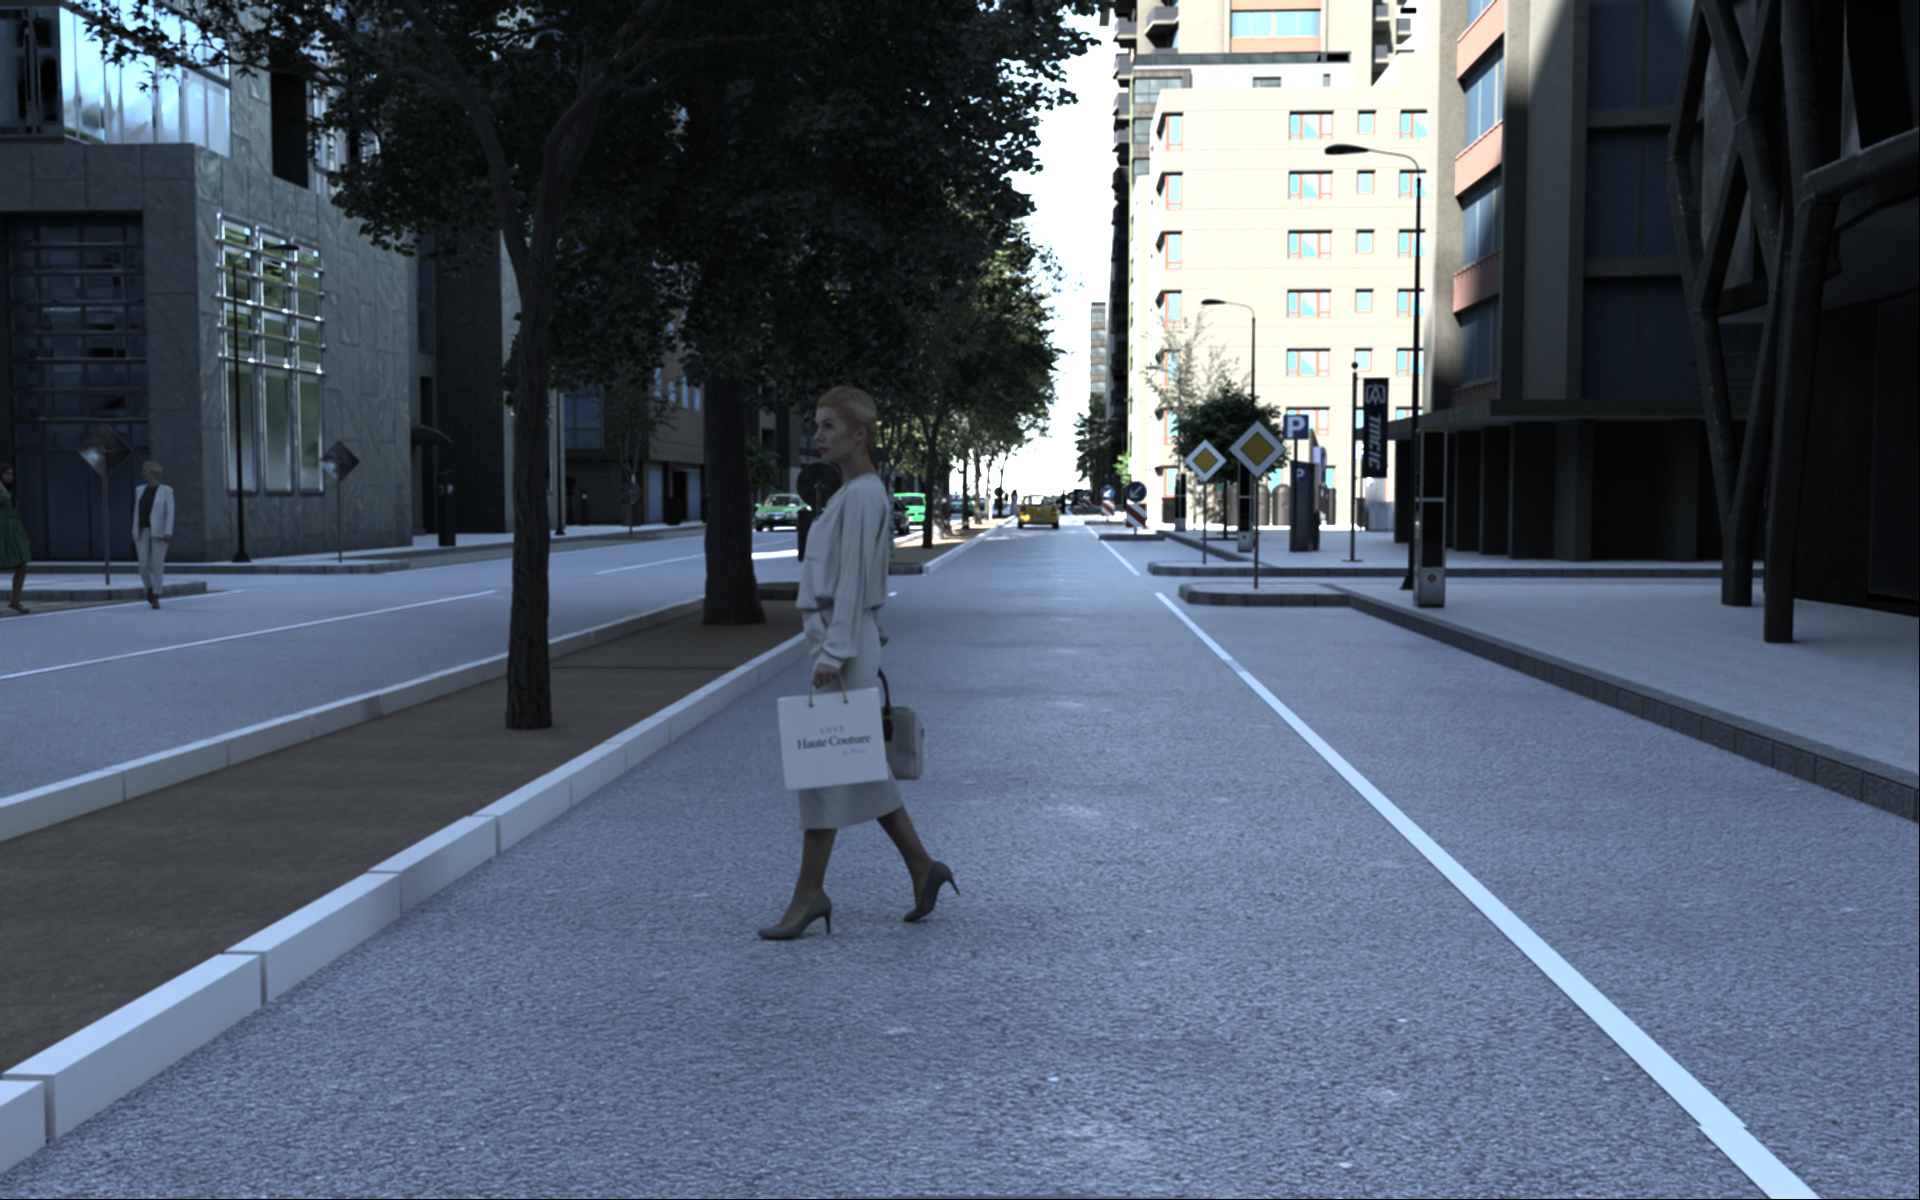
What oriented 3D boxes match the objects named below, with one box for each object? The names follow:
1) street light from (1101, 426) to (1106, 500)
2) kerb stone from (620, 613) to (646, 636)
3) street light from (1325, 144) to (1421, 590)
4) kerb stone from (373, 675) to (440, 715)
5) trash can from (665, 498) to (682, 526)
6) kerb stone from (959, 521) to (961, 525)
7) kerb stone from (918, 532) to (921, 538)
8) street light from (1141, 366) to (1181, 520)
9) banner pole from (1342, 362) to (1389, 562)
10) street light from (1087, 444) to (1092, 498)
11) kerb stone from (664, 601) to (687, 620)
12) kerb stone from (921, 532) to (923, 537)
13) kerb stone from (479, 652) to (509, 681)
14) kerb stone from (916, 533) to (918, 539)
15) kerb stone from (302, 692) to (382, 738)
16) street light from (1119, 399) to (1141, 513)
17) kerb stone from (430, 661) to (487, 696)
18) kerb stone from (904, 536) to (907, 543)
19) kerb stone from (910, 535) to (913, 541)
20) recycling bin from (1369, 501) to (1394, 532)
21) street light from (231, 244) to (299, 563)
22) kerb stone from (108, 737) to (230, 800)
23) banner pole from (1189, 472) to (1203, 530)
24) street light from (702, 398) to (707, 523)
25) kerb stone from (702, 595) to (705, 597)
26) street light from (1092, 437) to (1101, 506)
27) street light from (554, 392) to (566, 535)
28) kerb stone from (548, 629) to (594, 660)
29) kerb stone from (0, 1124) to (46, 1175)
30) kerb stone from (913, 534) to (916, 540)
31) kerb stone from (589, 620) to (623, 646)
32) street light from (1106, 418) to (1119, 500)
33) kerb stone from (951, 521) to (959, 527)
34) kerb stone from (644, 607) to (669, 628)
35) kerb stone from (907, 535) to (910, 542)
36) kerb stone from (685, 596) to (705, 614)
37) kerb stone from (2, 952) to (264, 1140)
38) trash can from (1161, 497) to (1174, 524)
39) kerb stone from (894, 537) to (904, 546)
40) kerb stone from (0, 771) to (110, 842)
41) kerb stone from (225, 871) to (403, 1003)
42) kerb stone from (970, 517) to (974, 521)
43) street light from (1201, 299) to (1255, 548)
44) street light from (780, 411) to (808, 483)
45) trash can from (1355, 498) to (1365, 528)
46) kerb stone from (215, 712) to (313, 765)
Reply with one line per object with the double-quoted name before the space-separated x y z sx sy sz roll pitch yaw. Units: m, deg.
"street light" 10.580 -8.915 118.309 1.470 5.913 1.316 0 4 3
"kerb stone" -3.419 0.273 17.757 0.120 0.150 1.000 0 4 3
"street light" 5.545 -3.095 23.151 1.470 5.913 1.316 0 4 3
"kerb stone" -3.744 0.650 11.618 0.120 0.150 1.000 0 4 3
"trash can" -11.664 -3.596 70.455 0.748 1.137 0.748 0 3 0
"kerb stone" -0.161 -3.456 78.702 0.120 0.150 1.000 0 4 3
"kerb stone" -1.418 -2.015 55.148 0.120 0.150 1.000 0 4 3
"street light" 7.419 -5.526 62.887 1.470 5.913 1.316 0 4 3
"banner pole" 7.712 -2.622 32.890 0.863 3.779 0.401 1 4 9
"street light" 12.830 -11.539 161.199 1.470 5.913 1.316 0 4 3
"kerb stone" -3.318 0.146 19.803 0.120 0.150 1.000 0 4 3
"kerb stone" -1.372 -2.077 56.177 0.120 0.150 1.000 0 4 3
"kerb stone" -3.638 0.525 13.669 0.120 0.150 1.000 0 4 3
"kerb stone" -1.485 -1.952 54.117 0.120 0.150 1.000 0 4 3
"kerb stone" -3.803 0.709 10.597 0.120 0.150 1.000 0 4 3
"street light" 8.700 -6.864 84.764 1.470 5.913 1.316 0 4 3
"kerb stone" -3.691 0.585 12.638 0.120 0.150 1.000 0 4 3
"kerb stone" -1.695 -1.703 50.034 0.120 0.150 1.000 0 4 3
"kerb stone" -1.593 -1.827 52.076 0.120 0.150 1.000 0 4 3
"recycling bin" 14.441 -2.845 59.070 0.722 1.027 0.722 -3 5 -44
"street light" -12.944 -3.655 32.295 1.470 5.913 1.316 0 4 3
"kerb stone" -3.913 0.835 8.549 0.120 0.150 1.000 0 4 3
"banner pole" 8.490 -4.388 61.757 0.401 3.779 0.863 -1 4 -20
"street light" -10.628 -6.317 75.820 1.470 5.913 1.316 0 4 3
"kerb stone" -3.204 0.021 21.852 0.120 0.150 1.000 0 4 3
"street light" 11.627 -10.227 139.758 1.470 5.913 1.316 0 4 3
"street light" -11.926 -4.967 53.746 1.470 5.913 1.316 0 4 3
"kerb stone" -3.540 0.399 15.711 0.120 0.150 1.000 0 4 3
"kerb stone" -2.098 1.161 3.311 0.120 0.150 1.000 0 4 3
"kerb stone" -1.531 -1.890 53.096 0.120 0.150 1.000 0 4 3
"kerb stone" -3.468 0.334 16.731 0.120 0.150 1.000 0 4 3
"street light" 9.901 -8.175 106.205 1.470 5.913 1.316 0 4 3
"kerb stone" -0.226 -3.394 77.682 0.120 0.150 1.000 0 4 3
"kerb stone" -3.356 0.209 18.777 0.120 0.150 1.000 0 4 3
"kerb stone" -1.645 -1.762 51.055 0.120 0.150 1.000 0 4 3
"kerb stone" -3.262 0.093 20.825 0.120 0.150 1.000 0 4 3
"kerb stone" -2.039 1.095 4.340 0.120 0.150 1.000 0 4 3
"trash can" 8.943 -3.812 73.983 0.748 1.137 0.748 0 3 0
"kerb stone" -1.752 -1.640 49.014 0.120 0.150 1.000 0 4 3
"kerb stone" -3.963 0.897 7.528 0.120 0.150 1.000 0 4 3
"kerb stone" -1.982 1.031 5.371 0.120 0.150 1.000 0 4 3
"kerb stone" 0.709 -4.457 95.069 0.120 0.150 1.000 0 4 3
"street light" 6.453 -4.214 41.434 1.470 5.913 1.316 0 4 3
"street light" -9.518 -7.628 97.266 1.470 5.913 1.316 0 4 3
"trash can" 15.416 -3.326 66.039 0.748 1.137 0.748 0 3 0
"kerb stone" -3.860 0.772 9.569 0.120 0.150 1.000 0 4 3
